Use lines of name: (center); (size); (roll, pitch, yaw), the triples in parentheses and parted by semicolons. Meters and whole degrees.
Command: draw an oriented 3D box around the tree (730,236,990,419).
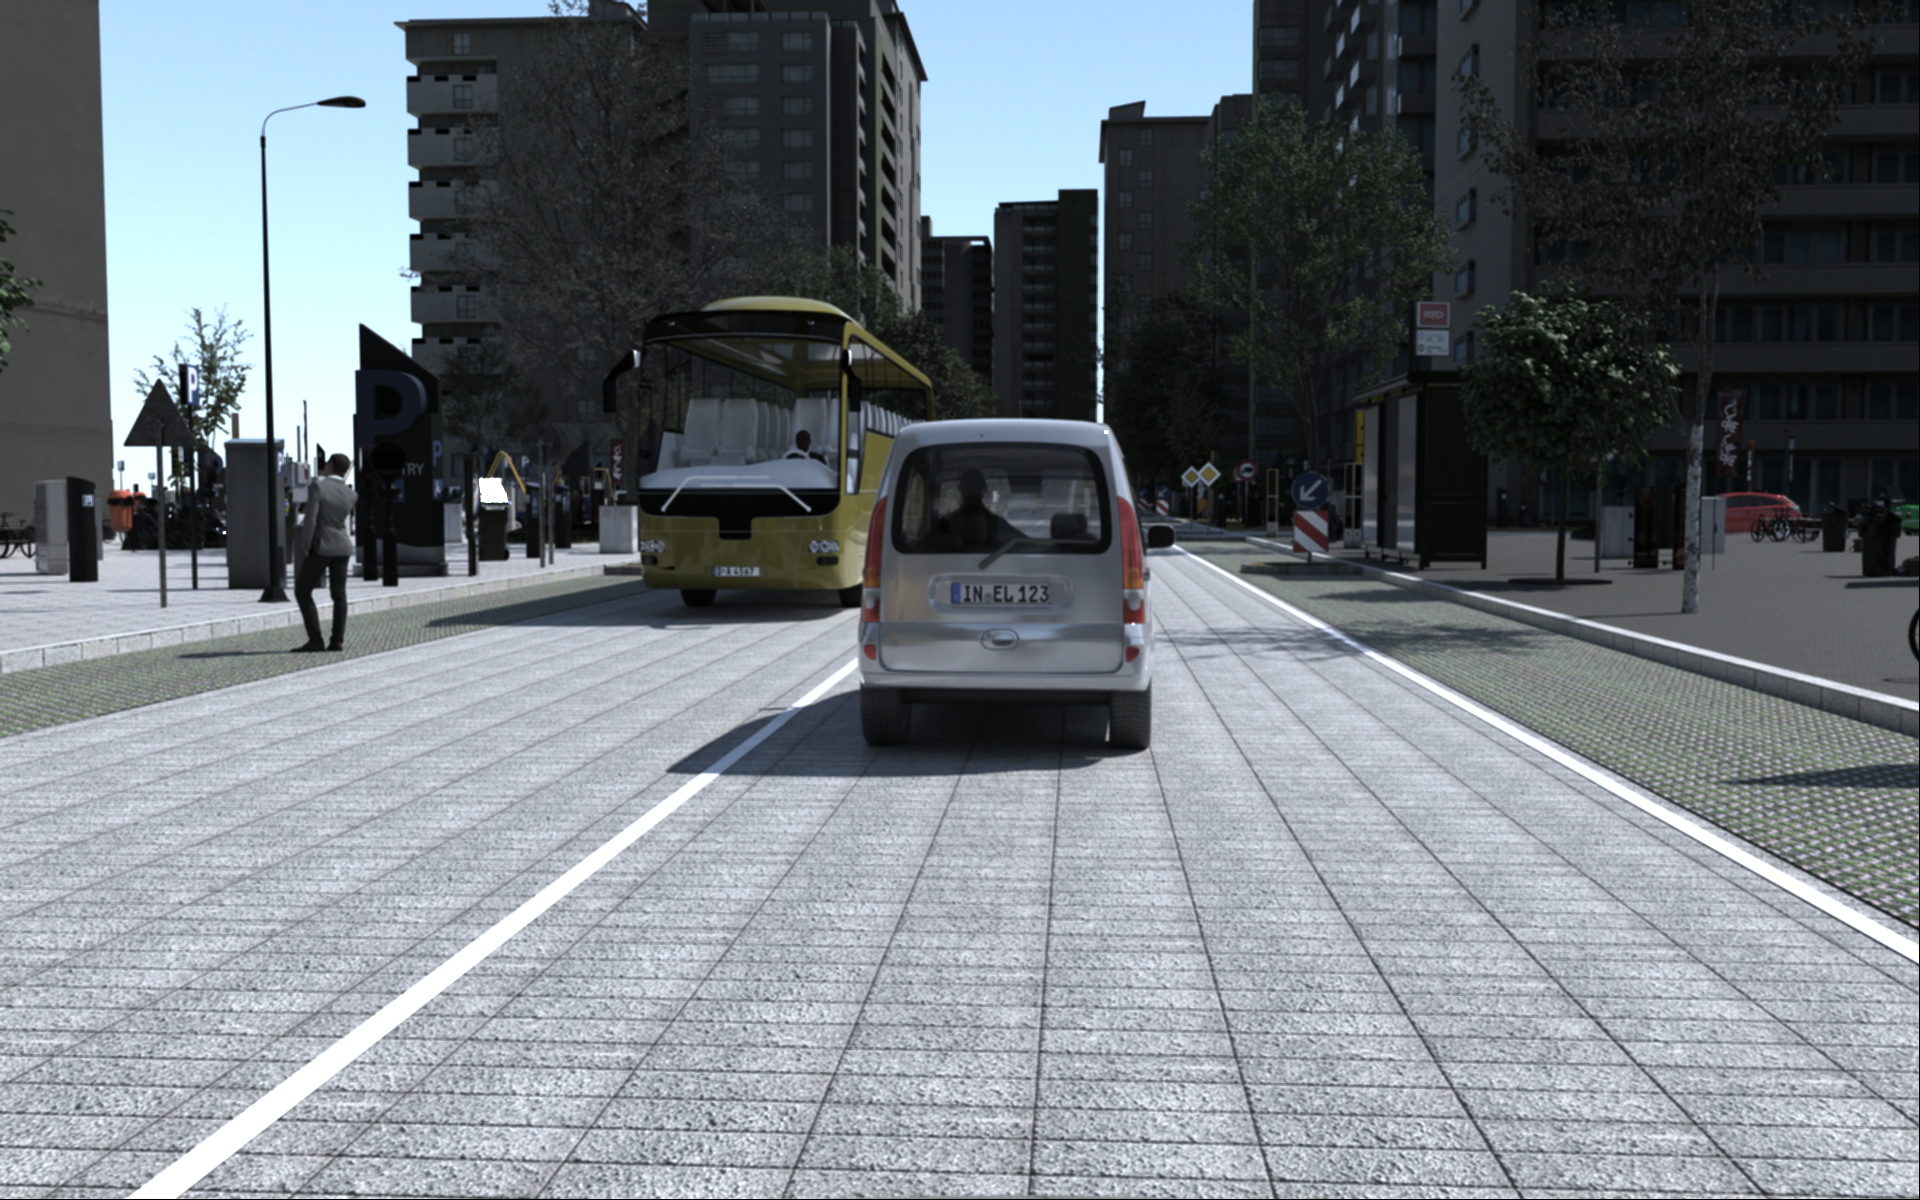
tree: (-5.760, -8.741, 68.665); (9.928, 11.665, 9.643); (0, 3, 0)

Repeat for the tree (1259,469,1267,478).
tree: (23.087, -8.305, 130.392); (1.663, 3.219, 1.824); (0, 3, 0)

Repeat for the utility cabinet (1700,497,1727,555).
utility cabinet: (15.848, -1.572, 36.858); (1.020, 1.237, 0.306); (-2, 4, -29)

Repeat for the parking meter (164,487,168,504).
parking meter: (-61.326, -7.822, 133.593); (0.255, 1.863, 0.399); (2, 4, 26)

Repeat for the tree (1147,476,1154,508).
tree: (18.377, -10.460, 165.625); (1.663, 3.219, 1.824); (0, 3, 0)

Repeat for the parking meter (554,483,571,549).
parking meter: (-9.361, -1.981, 40.792); (0.372, 1.533, 0.369); (0, 3, 0)

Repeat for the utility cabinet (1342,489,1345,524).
utility cabinet: (16.376, -3.935, 73.017); (0.318, 1.500, 1.173); (2, 4, 24)

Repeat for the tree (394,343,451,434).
tree: (-26.546, -8.161, 83.793); (4.737, 8.622, 4.395); (0, 3, 0)

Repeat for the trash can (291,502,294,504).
trash can: (-30.286, -4.064, 78.106); (0.748, 1.137, 0.748); (0, 3, 0)

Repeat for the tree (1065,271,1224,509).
tree: (15.737, -17.865, 147.974); (12.611, 20.169, 13.585); (0, 3, 0)

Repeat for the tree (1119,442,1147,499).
tree: (18.825, -14.274, 183.747); (4.737, 8.622, 4.395); (0, 3, 0)

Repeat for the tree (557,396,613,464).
tree: (-28.027, -10.922, 128.944); (4.360, 8.622, 3.978); (0, 3, 0)

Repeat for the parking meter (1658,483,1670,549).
parking meter: (16.532, -1.966, 40.562); (0.372, 1.533, 0.369); (0, 3, 0)

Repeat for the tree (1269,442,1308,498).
tree: (21.241, -7.729, 110.087); (4.285, 4.588, 4.351); (0, 3, 0)

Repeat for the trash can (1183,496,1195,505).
trash can: (14.060, -5.776, 106.084); (0.748, 1.137, 0.748); (0, 3, 0)

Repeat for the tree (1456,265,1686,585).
tree: (8.678, -2.521, 24.934); (4.285, 4.588, 4.351); (0, 3, 0)

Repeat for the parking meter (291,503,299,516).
parking meter: (-39.659, -5.964, 103.224); (0.255, 1.863, 0.399); (1, 4, 17)

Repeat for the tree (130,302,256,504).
tree: (-28.861, -7.070, 65.951); (4.737, 8.622, 4.395); (0, 3, 0)

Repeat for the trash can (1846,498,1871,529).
trash can: (30.897, -2.932, 59.598); (0.748, 1.137, 0.748); (0, 3, 0)

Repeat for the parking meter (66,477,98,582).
parking meter: (-12.834, -1.035, 25.326); (0.372, 1.533, 0.369); (0, 3, 0)

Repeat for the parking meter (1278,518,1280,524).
parking meter: (14.006, -4.248, 75.169); (0.399, 1.863, 0.255); (3, 5, 40)

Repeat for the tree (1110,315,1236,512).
tree: (15.076, -13.213, 122.680); (9.857, 13.997, 8.962); (0, 3, 0)

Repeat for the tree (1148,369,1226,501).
tree: (13.439, -9.259, 101.743); (4.737, 8.622, 4.395); (0, 3, 0)

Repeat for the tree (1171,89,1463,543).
tree: (9.204, -7.327, 45.558); (9.928, 11.665, 9.643); (0, 3, 0)

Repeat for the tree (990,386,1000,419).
tree: (0.034, -13.306, 143.304); (9.928, 11.665, 9.643); (0, 3, 0)

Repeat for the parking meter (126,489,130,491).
parking meter: (-41.173, -4.714, 85.479); (0.372, 1.533, 0.369); (0, 3, 0)

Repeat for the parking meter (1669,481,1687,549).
parking meter: (13.981, -1.524, 33.334); (0.372, 1.533, 0.369); (0, 3, 0)

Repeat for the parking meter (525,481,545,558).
parking meter: (-8.531, -1.614, 34.796); (0.372, 1.533, 0.369); (0, 3, 0)

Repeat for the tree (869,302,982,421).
tree: (-3.262, -11.433, 103.933); (9.611, 12.733, 9.660); (0, 3, 0)

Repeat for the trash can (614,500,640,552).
trash can: (-7.358, -1.652, 38.661); (0.748, 1.137, 0.748); (0, 3, 0)

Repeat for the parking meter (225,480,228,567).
parking meter: (-12.764, -1.356, 30.579); (0.372, 1.533, 0.369); (0, 3, 0)

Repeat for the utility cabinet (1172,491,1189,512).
utility cabinet: (15.162, -6.763, 119.259); (1.173, 1.500, 0.318); (-1, 4, -23)

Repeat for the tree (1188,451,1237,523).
tree: (11.407, -5.064, 77.402); (1.663, 3.219, 1.824); (0, 3, 0)

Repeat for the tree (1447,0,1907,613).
tree: (7.731, -4.175, 18.619); (4.360, 8.622, 3.978); (0, 3, 0)

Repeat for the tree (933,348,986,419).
tree: (-1.077, -13.222, 134.310); (7.486, 12.596, 7.792); (0, 3, 0)

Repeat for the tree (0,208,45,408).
tree: (-9.379, -1.877, 14.396); (4.285, 4.588, 4.351); (0, 3, 0)

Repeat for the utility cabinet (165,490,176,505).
utility cabinet: (-44.384, -5.421, 97.311); (0.318, 1.500, 1.173); (-3, 4, -37)

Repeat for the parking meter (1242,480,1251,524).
parking meter: (12.275, -4.186, 74.152); (0.399, 1.863, 0.255); (0, 4, -1)

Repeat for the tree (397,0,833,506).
tree: (-8.125, -8.047, 41.945); (12.009, 13.543, 11.850); (0, 3, 0)

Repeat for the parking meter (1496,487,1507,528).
parking meter: (20.459, -3.486, 65.401); (0.372, 1.533, 0.369); (0, 3, 0)

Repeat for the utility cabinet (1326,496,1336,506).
utility cabinet: (14.478, -3.543, 69.095); (1.020, 1.237, 0.306); (-1, 4, -23)

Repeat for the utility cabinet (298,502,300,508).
utility cabinet: (-48.946, -7.131, 127.760); (0.306, 1.237, 1.020); (-3, 4, -37)

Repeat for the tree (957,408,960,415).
tree: (3.375, -16.058, 196.961); (8.767, 10.594, 7.601); (0, 4, -3)

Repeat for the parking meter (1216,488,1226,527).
parking meter: (10.139, -3.595, 67.197); (0.372, 1.533, 0.369); (0, 3, 0)

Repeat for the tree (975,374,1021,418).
tree: (1.740, -16.263, 176.262); (12.009, 13.543, 11.850); (0, 3, 0)

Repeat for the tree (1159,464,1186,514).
tree: (14.058, -7.068, 110.163); (1.663, 3.219, 1.824); (0, 3, 0)

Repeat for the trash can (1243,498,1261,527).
trash can: (11.387, -3.414, 67.465); (0.748, 1.137, 0.748); (0, 3, 0)

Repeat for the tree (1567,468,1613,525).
tree: (23.309, -4.222, 63.631); (1.663, 3.219, 1.824); (0, 3, 0)
